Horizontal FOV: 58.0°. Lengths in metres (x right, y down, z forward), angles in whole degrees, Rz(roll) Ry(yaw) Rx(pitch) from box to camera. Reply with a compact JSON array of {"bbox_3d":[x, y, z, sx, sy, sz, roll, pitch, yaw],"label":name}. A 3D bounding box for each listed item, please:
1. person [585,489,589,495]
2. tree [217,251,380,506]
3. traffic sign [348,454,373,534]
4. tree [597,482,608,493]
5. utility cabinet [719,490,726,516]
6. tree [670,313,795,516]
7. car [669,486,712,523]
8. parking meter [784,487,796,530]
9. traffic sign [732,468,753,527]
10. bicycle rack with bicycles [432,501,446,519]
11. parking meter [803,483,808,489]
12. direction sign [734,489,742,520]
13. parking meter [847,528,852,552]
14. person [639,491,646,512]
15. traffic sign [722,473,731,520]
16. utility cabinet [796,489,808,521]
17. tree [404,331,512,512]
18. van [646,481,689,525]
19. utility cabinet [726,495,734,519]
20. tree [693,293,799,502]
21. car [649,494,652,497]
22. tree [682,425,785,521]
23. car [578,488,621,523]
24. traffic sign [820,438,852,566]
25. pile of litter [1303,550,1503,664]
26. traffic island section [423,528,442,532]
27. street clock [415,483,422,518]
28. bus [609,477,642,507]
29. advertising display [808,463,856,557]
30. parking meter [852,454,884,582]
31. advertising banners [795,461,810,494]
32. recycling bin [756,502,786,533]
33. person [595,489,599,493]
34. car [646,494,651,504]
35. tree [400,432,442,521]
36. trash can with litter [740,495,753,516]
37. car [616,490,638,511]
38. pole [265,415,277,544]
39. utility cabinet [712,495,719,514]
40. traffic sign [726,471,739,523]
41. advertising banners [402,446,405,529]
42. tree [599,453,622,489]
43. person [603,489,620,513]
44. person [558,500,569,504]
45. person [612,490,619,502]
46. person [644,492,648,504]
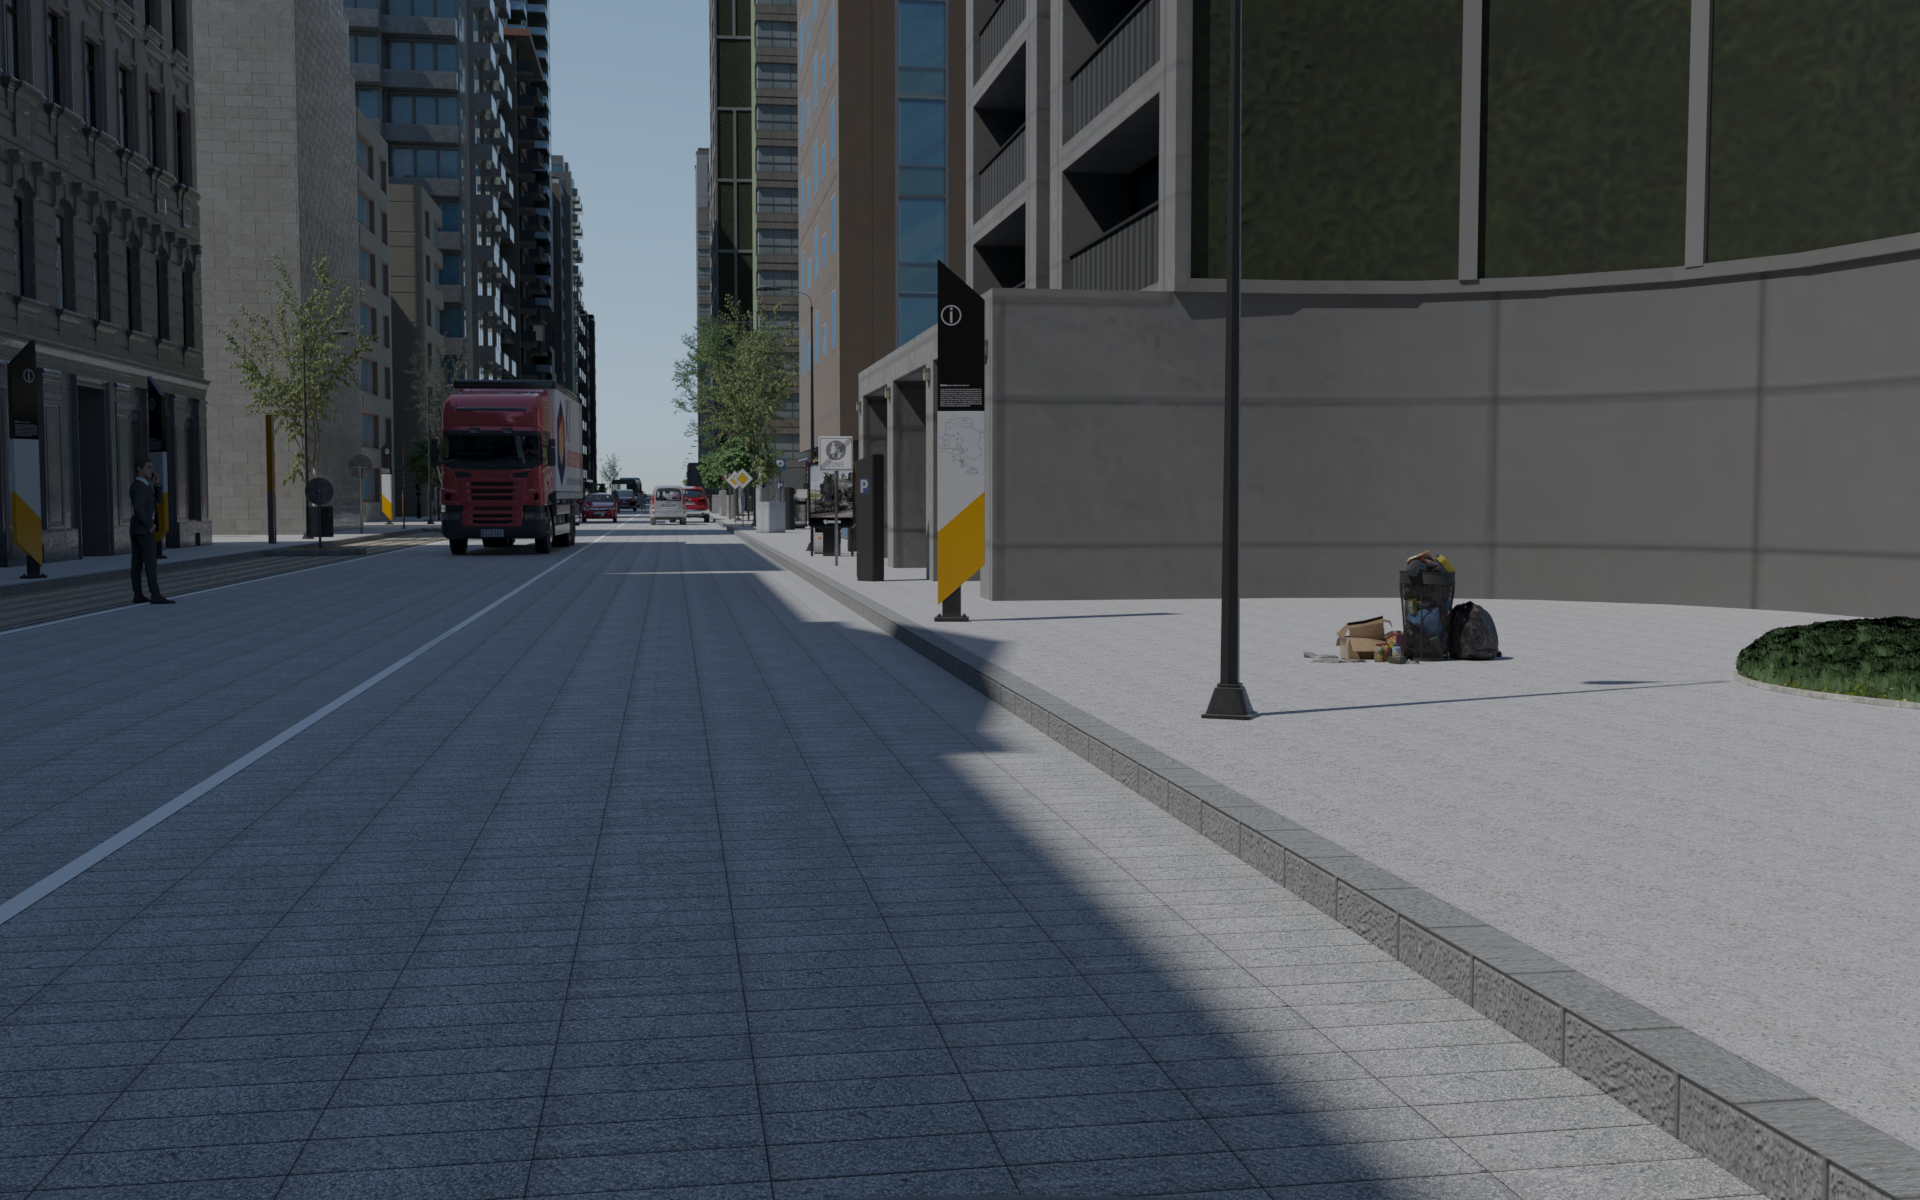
[{"bbox_3d":[-25.193,-6.645,117.330,0.511,1.800,0.466,1,4,18],"label":"person"},{"bbox_3d":[-19.622,-6.203,51.775,4.737,8.622,4.395,0,3,0],"label":"tree"},{"bbox_3d":[-19.247,-3.397,55.641,0.768,2.556,0.104,0,4,-8],"label":"traffic sign"},{"bbox_3d":[-56.122,-16.985,272.312,1.663,3.219,1.824,0,3,0],"label":"tree"},{"bbox_3d":[-13.981,-5.706,101.964,0.318,1.500,1.173,-1,4,-14],"label":"utility cabinet"},{"bbox_3d":[-13.152,-10.676,100.313,9.928,11.665,9.643,0,3,0],"label":"tree"},{"bbox_3d":[-13.762,-4.862,88.173,2.281,1.827,5.304,-1,4,-8],"label":"car"},{"bbox_3d":[-6.070,-3.262,61.750,0.372,1.533,0.369,0,3,0],"label":"parking meter"},{"bbox_3d":[-8.508,-3.927,67.848,0.795,2.450,0.064,-1,4,-9],"label":"traffic sign"},{"bbox_3d":[-25.646,-4.608,88.726,2.852,0.926,2.925,-2,4,-31],"label":"bicycle rack with bicycles"},{"bbox_3d":[-7.834,-5.033,87.997,0.255,1.863,0.399,0,4,-8],"label":"parking meter"},{"bbox_3d":[-10.945,-5.706,85.290,0.379,3.537,0.876,-2,4,-35],"label":"direction sign"},{"bbox_3d":[-2.367,-2.010,38.570,0.255,1.863,0.399,-1,4,-10],"label":"parking meter"},{"bbox_3d":[-24.781,-7.692,135.269,0.512,1.701,0.522,0,4,-6],"label":"person"},{"bbox_3d":[-11.424,-5.252,85.981,0.768,2.556,0.104,0,4,-5],"label":"traffic sign"},{"bbox_3d":[-7.363,-4.481,81.949,0.318,1.500,1.173,-2,4,-32],"label":"utility cabinet"},{"bbox_3d":[-23.557,-7.891,79.378,4.360,8.622,3.978,0,3,0],"label":"tree"},{"bbox_3d":[-13.749,-4.553,81.453,2.013,2.044,4.112,-1,4,-11],"label":"van"},{"bbox_3d":[-12.006,-4.849,90.445,0.306,1.237,1.020,-1,4,-13],"label":"utility cabinet"},{"bbox_3d":[-7.442,-6.861,62.541,4.737,8.622,4.395,0,3,0],"label":"tree"},{"bbox_3d":[-54.062,-17.757,300.105,2.009,1.686,4.222,0,4,-8],"label":"car"},{"bbox_3d":[-10.116,-6.026,82.239,4.285,4.588,4.351,0,3,0],"label":"tree"},{"bbox_3d":[-18.395,-4.850,88.344,2.155,1.783,4.494,-1,4,-11],"label":"car"},{"bbox_3d":[-2.207,-1.758,30.866,0.606,2.300,0.079,0,4,-1],"label":"traffic sign"},{"bbox_3d":[3.489,0.023,13.594,1.719,0.858,1.176,0,4,-3],"label":"pile of litter"},{"bbox_3d":[-19.279,-2.682,66.138,2.009,0.180,2.903,-1,4,-9],"label":"traffic island section"},{"bbox_3d":[-28.517,-5.300,91.225,0.358,2.002,0.471,-2,4,-30],"label":"street clock"},{"bbox_3d":[-35.945,-11.748,186.933,2.948,3.499,13.247,0,4,-8],"label":"bus"},{"bbox_3d":[-2.637,-1.859,35.615,0.974,1.923,0.123,1,4,9],"label":"advertising display"},{"bbox_3d":[-1.327,-1.211,25.503,0.399,1.863,0.255,3,5,44],"label":"parking meter"},{"bbox_3d":[-8.483,-5.849,91.811,0.090,3.025,2.074,2,4,33],"label":"advertising banners"},{"bbox_3d":[-6.255,-2.737,57.297,0.722,1.027,0.722,-3,5,-43],"label":"recycling bin"},{"bbox_3d":[-21.753,-5.805,104.248,0.643,1.720,0.563,1,4,14],"label":"person"},{"bbox_3d":[-47.005,-15.069,258.170,2.131,1.459,4.920,-1,4,-11],"label":"car"},{"bbox_3d":[-25.494,-6.159,84.416,4.285,4.588,4.351,0,3,0],"label":"tree"},{"bbox_3d":[-12.761,-5.693,104.146,1.678,1.210,2.233,-3,4,-39],"label":"trash can with litter"},{"bbox_3d":[-28.121,-8.340,145.037,2.281,1.827,5.304,-1,4,-11],"label":"car"},{"bbox_3d":[-17.754,-3.106,44.629,0.158,3.312,0.155,0,3,0],"label":"pole"},{"bbox_3d":[-15.839,-6.303,114.216,1.020,1.237,0.306,0,4,-7],"label":"utility cabinet"},{"bbox_3d":[-9.824,-4.409,75.725,0.795,2.450,0.064,-1,4,-9],"label":"traffic sign"},{"bbox_3d":[-20.364,-4.109,63.369,0.090,3.025,2.074,-1,4,-20],"label":"advertising banners"},{"bbox_3d":[-61.096,-21.577,303.143,4.737,8.622,4.395,0,3,0],"label":"tree"},{"bbox_3d":[-26.612,-7.533,131.883,1.509,1.804,0.699,-2,4,-25],"label":"person"},{"bbox_3d":[-17.856,-4.218,77.633,0.590,1.801,0.661,3,5,42],"label":"person"},{"bbox_3d":[-27.633,-7.938,138.689,0.661,1.777,0.834,-1,4,-14],"label":"person"},{"bbox_3d":[-44.436,-14.385,244.244,0.990,1.755,0.434,1,4,16],"label":"person"}]
